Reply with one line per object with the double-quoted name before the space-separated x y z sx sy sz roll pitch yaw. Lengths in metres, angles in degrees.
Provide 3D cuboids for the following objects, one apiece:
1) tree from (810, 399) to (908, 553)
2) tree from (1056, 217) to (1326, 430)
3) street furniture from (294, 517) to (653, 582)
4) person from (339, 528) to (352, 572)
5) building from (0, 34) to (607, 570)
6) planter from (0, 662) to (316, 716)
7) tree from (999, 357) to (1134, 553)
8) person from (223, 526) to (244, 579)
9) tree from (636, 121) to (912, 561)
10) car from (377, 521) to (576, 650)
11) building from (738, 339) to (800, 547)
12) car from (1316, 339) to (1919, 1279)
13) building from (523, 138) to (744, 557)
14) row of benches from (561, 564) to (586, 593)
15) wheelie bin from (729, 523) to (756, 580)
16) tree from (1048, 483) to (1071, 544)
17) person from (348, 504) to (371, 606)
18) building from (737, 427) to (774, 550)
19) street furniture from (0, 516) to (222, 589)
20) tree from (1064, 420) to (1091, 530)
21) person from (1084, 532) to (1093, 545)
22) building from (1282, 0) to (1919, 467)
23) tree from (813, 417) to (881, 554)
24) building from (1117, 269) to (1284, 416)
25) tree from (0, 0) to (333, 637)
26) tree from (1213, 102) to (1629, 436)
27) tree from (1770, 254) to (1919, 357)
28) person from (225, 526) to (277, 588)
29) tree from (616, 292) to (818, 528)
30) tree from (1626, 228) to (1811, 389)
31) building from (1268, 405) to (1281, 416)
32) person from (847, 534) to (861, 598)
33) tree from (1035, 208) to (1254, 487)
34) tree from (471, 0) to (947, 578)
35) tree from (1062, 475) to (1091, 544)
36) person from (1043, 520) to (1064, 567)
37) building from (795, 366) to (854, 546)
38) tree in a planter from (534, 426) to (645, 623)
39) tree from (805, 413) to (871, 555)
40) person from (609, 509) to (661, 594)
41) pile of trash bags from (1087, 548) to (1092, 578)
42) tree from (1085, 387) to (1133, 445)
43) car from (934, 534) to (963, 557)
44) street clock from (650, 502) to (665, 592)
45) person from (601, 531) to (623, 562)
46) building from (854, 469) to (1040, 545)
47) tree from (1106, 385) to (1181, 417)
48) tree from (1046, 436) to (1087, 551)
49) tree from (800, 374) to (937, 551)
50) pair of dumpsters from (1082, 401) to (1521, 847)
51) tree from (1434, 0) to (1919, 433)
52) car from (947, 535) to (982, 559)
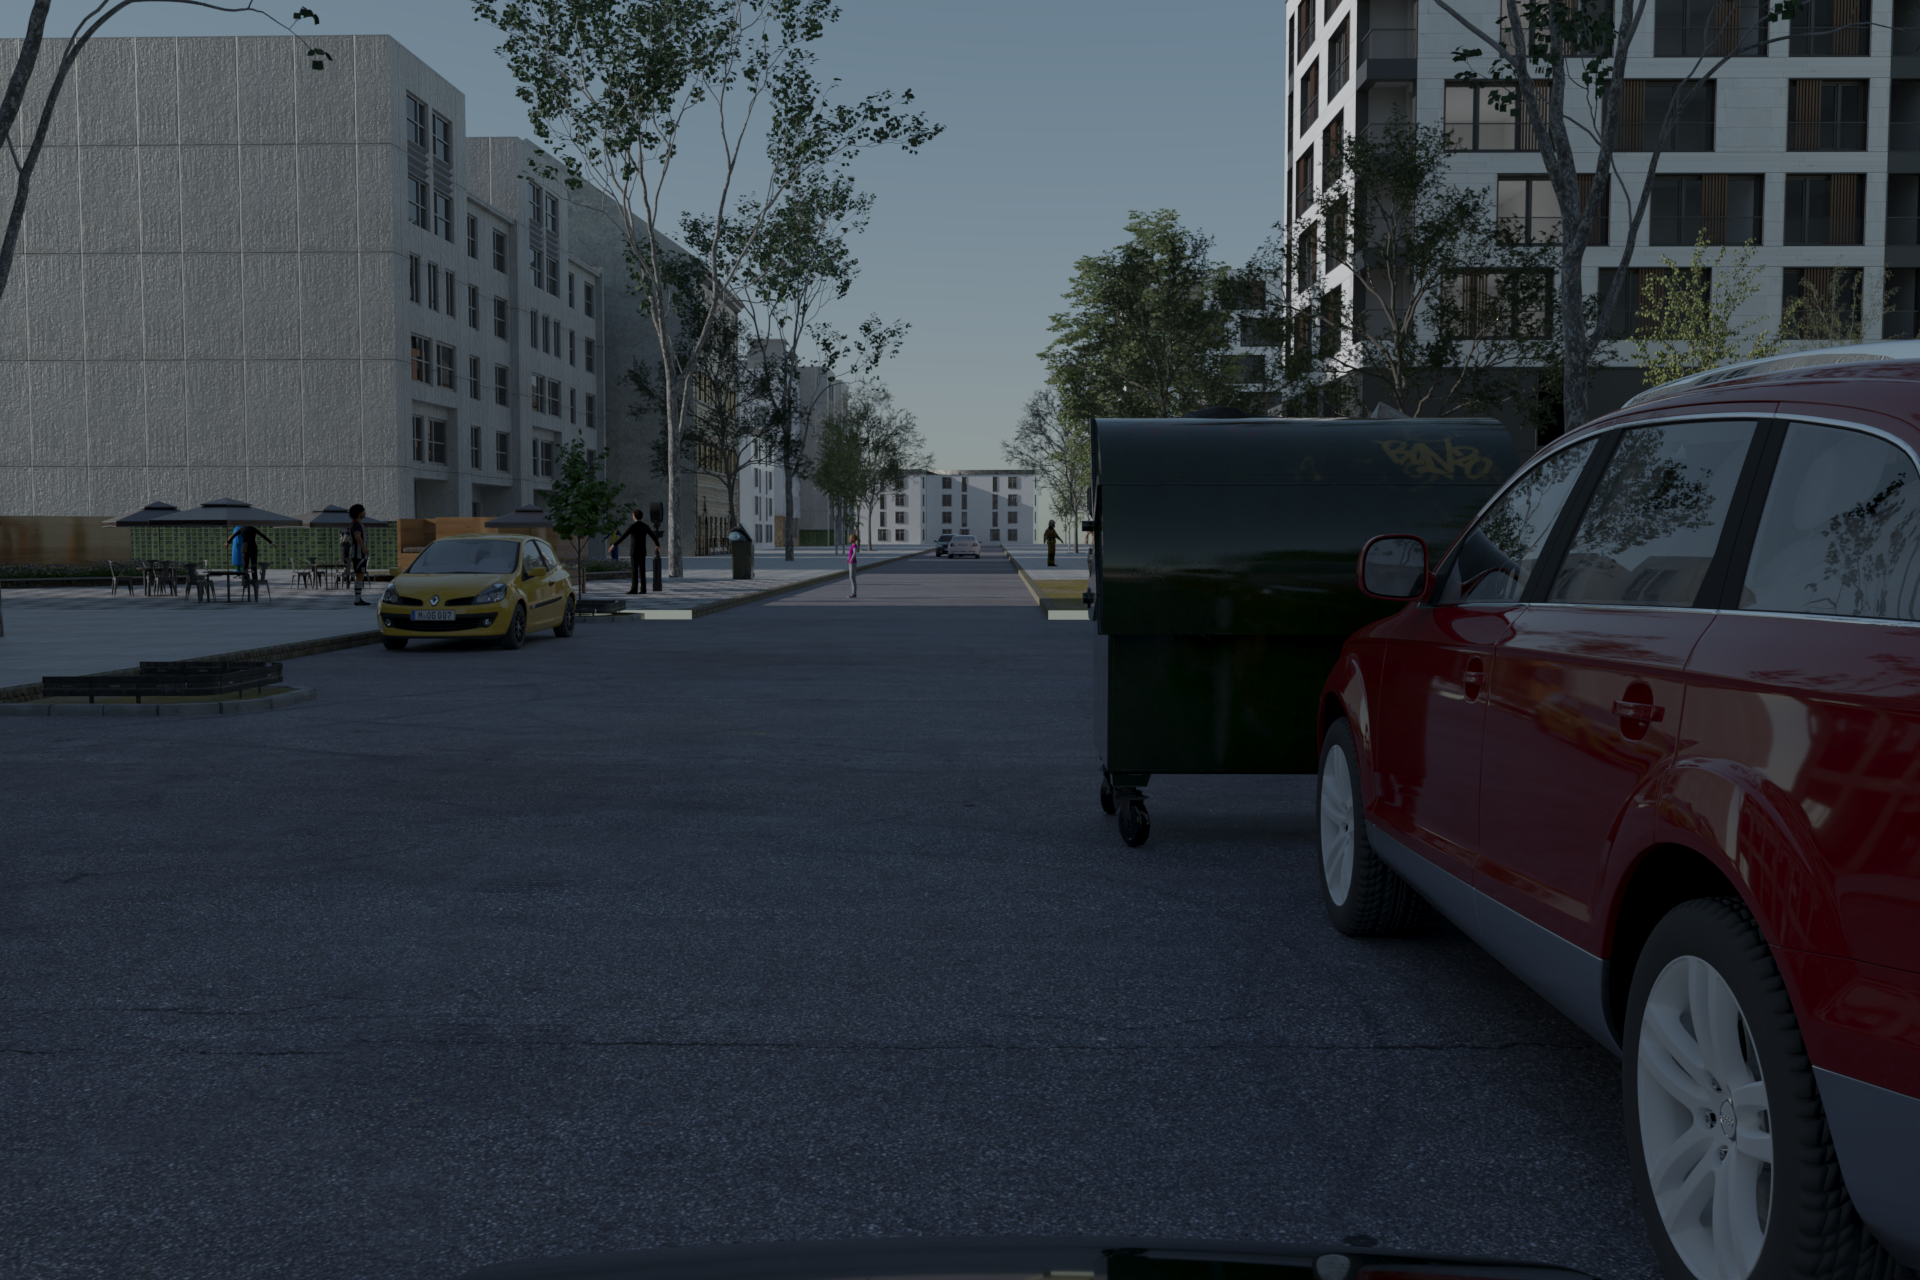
"tree" -6.767 -11.293 119.056 7.601 10.594 8.767 -3 5 -43
"tree" 6.509 -7.090 50.336 8.767 10.594 7.601 1 4 20
"street furniture" -12.083 -2.571 48.882 9.812 1.723 11.010 1 4 17
"person" -18.548 -2.840 52.205 0.705 1.856 1.354 -1 4 -22
"building" -27.993 -12.920 77.698 16.747 18.905 31.486 0 4 2
"planter" -6.606 0.400 14.604 1.991 0.319 1.994 0 4 2
"tree" 7.699 -12.525 115.147 12.009 13.543 11.850 0 3 0
"person" -20.747 -2.672 49.818 1.347 1.817 0.704 3 5 39
"tree" -8.690 -13.768 81.000 12.611 20.169 13.585 0 3 0
"car" -6.278 -0.763 22.704 2.015 1.641 3.980 0 4 1
"building" -22.058 -19.112 168.900 16.016 20.090 11.380 0 4 1
"car" 2.329 0.252 4.555 2.281 1.827 5.304 0 4 1
"building" -23.992 -16.807 105.727 19.493 23.208 18.063 0 4 0
"row of benches" -8.764 -1.240 35.743 1.422 0.672 4.104 1 4 9
"wheelie bin" -6.163 -2.514 49.004 0.693 1.594 0.980 0 4 3
"tree" 13.649 -16.902 226.710 4.737 8.622 4.395 0 3 0
"person" -10.747 -1.524 31.067 0.704 1.843 1.345 -1 4 -21
"building" -20.373 -12.649 148.957 9.099 9.664 28.070 0 4 1
"street furniture" -22.754 -2.258 43.768 9.812 1.723 11.010 3 4 38
"tree" 7.342 -8.841 94.917 4.360 8.622 3.978 0 3 0
"person" 4.470 -3.056 56.764 1.217 1.733 0.721 -3 5 -44
"building" 26.431 -13.764 69.009 27.936 21.610 32.646 0 4 1
"tree" -7.142 -9.746 109.711 4.737 8.622 4.395 0 3 0
"building" 27.244 -18.722 150.083 27.936 21.610 32.646 0 4 1
"tree" -11.079 -10.034 19.951 12.611 20.169 13.585 0 3 0
"tree" 9.906 -6.268 36.888 8.767 10.594 7.601 0 4 -4
"tree" 23.295 -5.885 46.575 4.360 8.622 3.978 0 3 0
"person" -16.787 -2.096 40.989 1.216 1.740 0.721 0 4 -2
"tree" -8.965 -8.112 67.041 7.601 10.594 8.767 1 4 20
"tree" 18.419 -5.646 42.676 4.737 8.622 4.395 0 3 0
"building" 25.119 -9.845 103.110 9.099 9.664 28.070 0 4 1
"person" -2.476 -1.676 39.121 0.599 1.433 0.991 0 4 -8
"tree" 6.461 -8.711 60.559 7.486 12.596 7.792 0 3 0
"tree" -7.263 -11.845 49.552 12.611 20.169 13.585 0 3 0
"tree" 16.472 -17.417 219.178 7.601 10.594 8.767 0 4 -4
"person" 3.650 -3.842 68.592 0.705 1.858 1.354 3 4 36
"building" -21.920 -20.323 198.739 16.747 18.905 31.486 0 4 2
"tree in a planter" -6.366 -1.937 28.893 1.991 3.239 1.994 0 4 1
"tree" -7.421 -9.431 104.567 4.737 8.622 4.395 0 3 0
"person" -6.878 -1.879 36.907 0.705 1.806 1.347 3 5 42
"pile of trash bags" 3.728 -1.725 37.951 1.912 1.369 3.447 0 4 -1
"tree" 7.357 -8.085 82.556 4.360 8.622 3.978 0 3 0
"car" -0.630 -6.087 109.301 2.009 1.686 4.222 0 4 1
"street clock" -6.758 -2.083 38.634 0.358 2.002 0.471 0 4 1
"person" -13.812 -3.819 68.905 1.216 1.772 0.721 3 4 36
"building" -4.216 -17.088 223.990 28.070 9.664 9.099 1 4 10
"tree" 7.468 -7.293 69.609 4.360 8.622 3.978 0 3 0
"tree" 8.256 -11.021 130.558 4.360 8.622 3.978 0 3 0
"tree" -6.923 -13.587 132.513 12.009 13.543 11.850 0 3 0
"pair of dumpsters" 2.807 -0.210 8.379 4.436 2.255 1.574 0 4 1
"tree" 8.700 -10.309 24.440 12.611 20.169 13.585 0 3 0
"car" 0.247 -5.467 101.743 2.083 1.381 4.827 0 4 1
